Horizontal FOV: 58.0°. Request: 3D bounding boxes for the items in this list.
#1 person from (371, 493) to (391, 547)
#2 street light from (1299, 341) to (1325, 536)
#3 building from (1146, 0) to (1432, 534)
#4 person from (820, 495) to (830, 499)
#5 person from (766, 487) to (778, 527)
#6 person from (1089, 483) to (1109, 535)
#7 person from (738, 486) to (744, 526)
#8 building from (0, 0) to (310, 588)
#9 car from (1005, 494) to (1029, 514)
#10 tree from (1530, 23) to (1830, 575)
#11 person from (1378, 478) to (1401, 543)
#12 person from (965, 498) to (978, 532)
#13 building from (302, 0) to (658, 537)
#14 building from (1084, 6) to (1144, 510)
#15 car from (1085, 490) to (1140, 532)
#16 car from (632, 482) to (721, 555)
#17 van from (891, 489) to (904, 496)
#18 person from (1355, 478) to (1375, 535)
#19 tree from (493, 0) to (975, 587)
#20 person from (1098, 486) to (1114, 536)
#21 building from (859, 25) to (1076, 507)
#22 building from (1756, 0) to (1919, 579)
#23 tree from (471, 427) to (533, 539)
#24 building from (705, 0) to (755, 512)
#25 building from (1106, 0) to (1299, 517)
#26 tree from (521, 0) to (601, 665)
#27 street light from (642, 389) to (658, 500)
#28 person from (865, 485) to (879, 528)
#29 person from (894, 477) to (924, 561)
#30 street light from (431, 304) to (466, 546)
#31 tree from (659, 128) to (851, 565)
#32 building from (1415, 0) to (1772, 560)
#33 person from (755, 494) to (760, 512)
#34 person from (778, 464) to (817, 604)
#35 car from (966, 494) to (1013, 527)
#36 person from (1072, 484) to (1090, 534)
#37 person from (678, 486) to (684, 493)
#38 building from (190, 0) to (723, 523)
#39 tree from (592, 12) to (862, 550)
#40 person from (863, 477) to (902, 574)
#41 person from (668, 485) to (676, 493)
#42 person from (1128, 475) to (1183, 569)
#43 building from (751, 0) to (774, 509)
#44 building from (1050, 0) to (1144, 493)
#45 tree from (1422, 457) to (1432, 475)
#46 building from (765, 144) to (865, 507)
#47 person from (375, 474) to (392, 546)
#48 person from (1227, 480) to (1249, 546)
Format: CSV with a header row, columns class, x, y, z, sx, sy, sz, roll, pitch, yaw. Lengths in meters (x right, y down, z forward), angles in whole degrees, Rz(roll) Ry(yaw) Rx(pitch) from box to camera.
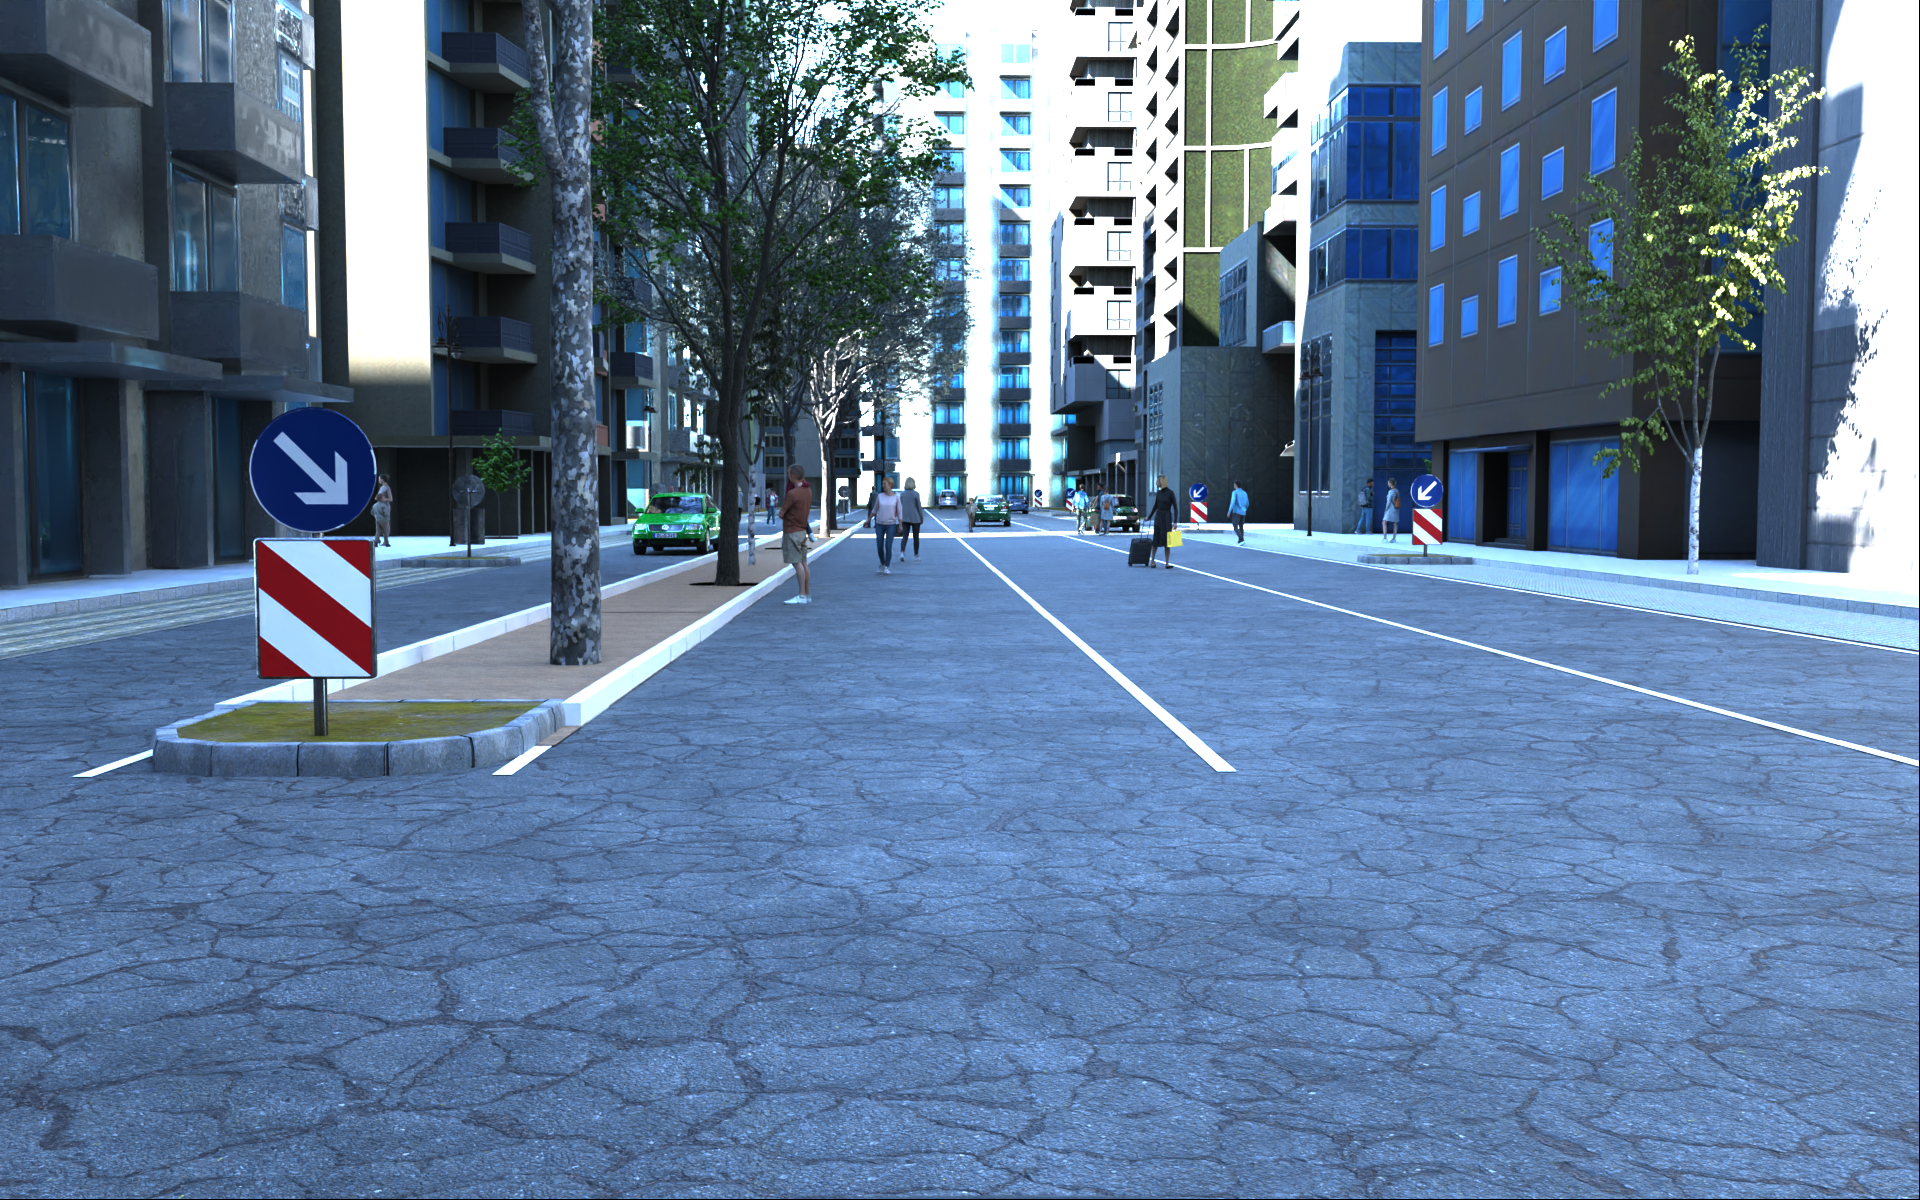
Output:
class,x,y,z,sx,sy,sz,roll,pitch,yaw
person,-14.026,-1.932,41.898,0.475,1.303,0.640,0,4,7
street light,10.638,-4.877,52.535,0.468,5.910,1.993,0,4,-2
building,20.913,-46.232,68.573,22.319,86.520,31.000,0,4,-2
person,-12.051,-8.949,155.531,1.217,1.736,0.721,1,4,10
person,-8.298,-4.103,76.416,0.563,1.720,0.643,-1,4,-13
person,4.884,-3.159,60.140,0.713,1.824,0.794,3,4,38
person,-9.905,-4.165,76.784,0.709,1.800,0.728,-2,4,-26
building,-23.138,-24.664,22.869,23.786,49.044,30.456,0,4,-2
car,4.025,-6.992,126.313,2.014,1.417,4.499,0,4,-2
tree,11.645,-4.728,27.658,4.737,8.622,4.395,0,3,0
person,11.335,-2.348,45.441,0.522,1.701,0.512,3,5,43
person,0.446,-3.183,64.817,0.475,1.303,0.640,-1,4,-9
building,-23.566,-25.045,64.105,22.147,44.769,28.867,0,4,-2
building,25.347,-26.253,121.122,32.217,40.220,23.993,0,4,-2
car,5.775,-3.434,65.936,2.009,1.686,4.222,0,4,-3
car,-6.857,-2.056,42.419,1.959,1.807,4.718,0,4,-1
van,-5.067,-8.249,141.877,2.013,2.044,4.112,0,4,-2
person,12.829,-2.947,54.571,0.721,1.781,0.623,-1,4,-18
tree,-3.507,-6.015,26.555,9.928,11.665,9.643,0,3,0
person,5.021,-3.051,59.394,0.512,1.701,0.522,0,4,0
building,4.972,-34.270,179.925,30.456,49.044,23.786,0,4,-2
building,28.519,-29.295,20.972,28.212,58.520,21.231,0,4,-2
tree,-13.074,-3.367,49.656,1.663,3.219,1.824,0,3,0
building,-22.275,-26.852,122.633,14.154,41.232,14.086,0,4,-2
building,19.779,-40.329,97.631,20.563,71.187,20.611,0,4,-2
tree,-4.472,-9.568,14.785,12.611,20.169,13.585,0,3,0
street light,-13.304,-6.217,74.434,0.468,5.910,1.993,0,4,-2
person,-3.741,-3.954,73.327,0.590,1.801,0.661,3,5,42
person,-1.138,-1.734,37.028,0.709,1.800,0.728,2,4,24
street light,-12.466,-4.256,42.376,0.468,5.910,1.993,0,4,-2
tree,-4.206,-5.011,34.751,4.360,8.622,3.978,0,3,0
building,19.545,-23.799,39.232,14.600,45.320,14.200,0,4,-2
person,-14.728,-7.051,124.516,0.799,1.438,0.628,0,4,4
person,-2.135,-0.871,22.711,0.573,1.828,0.580,-2,4,-28
car,1.336,-4.040,77.858,2.131,1.459,4.920,0,4,0
person,4.312,-3.238,61.792,0.601,1.785,0.444,2,4,29
person,-11.597,-3.912,72.732,0.573,1.790,0.520,-3,5,-42
building,-25.898,-29.368,99.783,23.786,49.044,30.456,0,4,-2
tree,-4.389,-8.027,44.067,12.009,13.543,11.850,0,3,0
person,-1.383,-1.344,31.141,0.731,1.740,0.598,0,4,3
person,-11.568,-3.715,69.645,0.661,1.777,0.834,-2,4,-29
person,3.821,-1.531,33.750,0.699,1.804,1.509,-1,4,-12
building,-29.672,-34.006,145.239,27.495,52.752,28.713,0,4,-2
building,22.145,-34.120,147.107,28.713,52.752,27.495,0,4,-2
tree,13.794,-3.328,49.009,1.663,3.219,1.824,0,3,0
building,-22.350,-30.036,182.970,23.993,40.220,32.217,0,4,-2
person,-14.357,-2.240,43.003,0.374,1.781,0.599,-3,5,-44
person,7.732,-2.406,47.855,0.660,1.820,0.620,-3,5,-41
